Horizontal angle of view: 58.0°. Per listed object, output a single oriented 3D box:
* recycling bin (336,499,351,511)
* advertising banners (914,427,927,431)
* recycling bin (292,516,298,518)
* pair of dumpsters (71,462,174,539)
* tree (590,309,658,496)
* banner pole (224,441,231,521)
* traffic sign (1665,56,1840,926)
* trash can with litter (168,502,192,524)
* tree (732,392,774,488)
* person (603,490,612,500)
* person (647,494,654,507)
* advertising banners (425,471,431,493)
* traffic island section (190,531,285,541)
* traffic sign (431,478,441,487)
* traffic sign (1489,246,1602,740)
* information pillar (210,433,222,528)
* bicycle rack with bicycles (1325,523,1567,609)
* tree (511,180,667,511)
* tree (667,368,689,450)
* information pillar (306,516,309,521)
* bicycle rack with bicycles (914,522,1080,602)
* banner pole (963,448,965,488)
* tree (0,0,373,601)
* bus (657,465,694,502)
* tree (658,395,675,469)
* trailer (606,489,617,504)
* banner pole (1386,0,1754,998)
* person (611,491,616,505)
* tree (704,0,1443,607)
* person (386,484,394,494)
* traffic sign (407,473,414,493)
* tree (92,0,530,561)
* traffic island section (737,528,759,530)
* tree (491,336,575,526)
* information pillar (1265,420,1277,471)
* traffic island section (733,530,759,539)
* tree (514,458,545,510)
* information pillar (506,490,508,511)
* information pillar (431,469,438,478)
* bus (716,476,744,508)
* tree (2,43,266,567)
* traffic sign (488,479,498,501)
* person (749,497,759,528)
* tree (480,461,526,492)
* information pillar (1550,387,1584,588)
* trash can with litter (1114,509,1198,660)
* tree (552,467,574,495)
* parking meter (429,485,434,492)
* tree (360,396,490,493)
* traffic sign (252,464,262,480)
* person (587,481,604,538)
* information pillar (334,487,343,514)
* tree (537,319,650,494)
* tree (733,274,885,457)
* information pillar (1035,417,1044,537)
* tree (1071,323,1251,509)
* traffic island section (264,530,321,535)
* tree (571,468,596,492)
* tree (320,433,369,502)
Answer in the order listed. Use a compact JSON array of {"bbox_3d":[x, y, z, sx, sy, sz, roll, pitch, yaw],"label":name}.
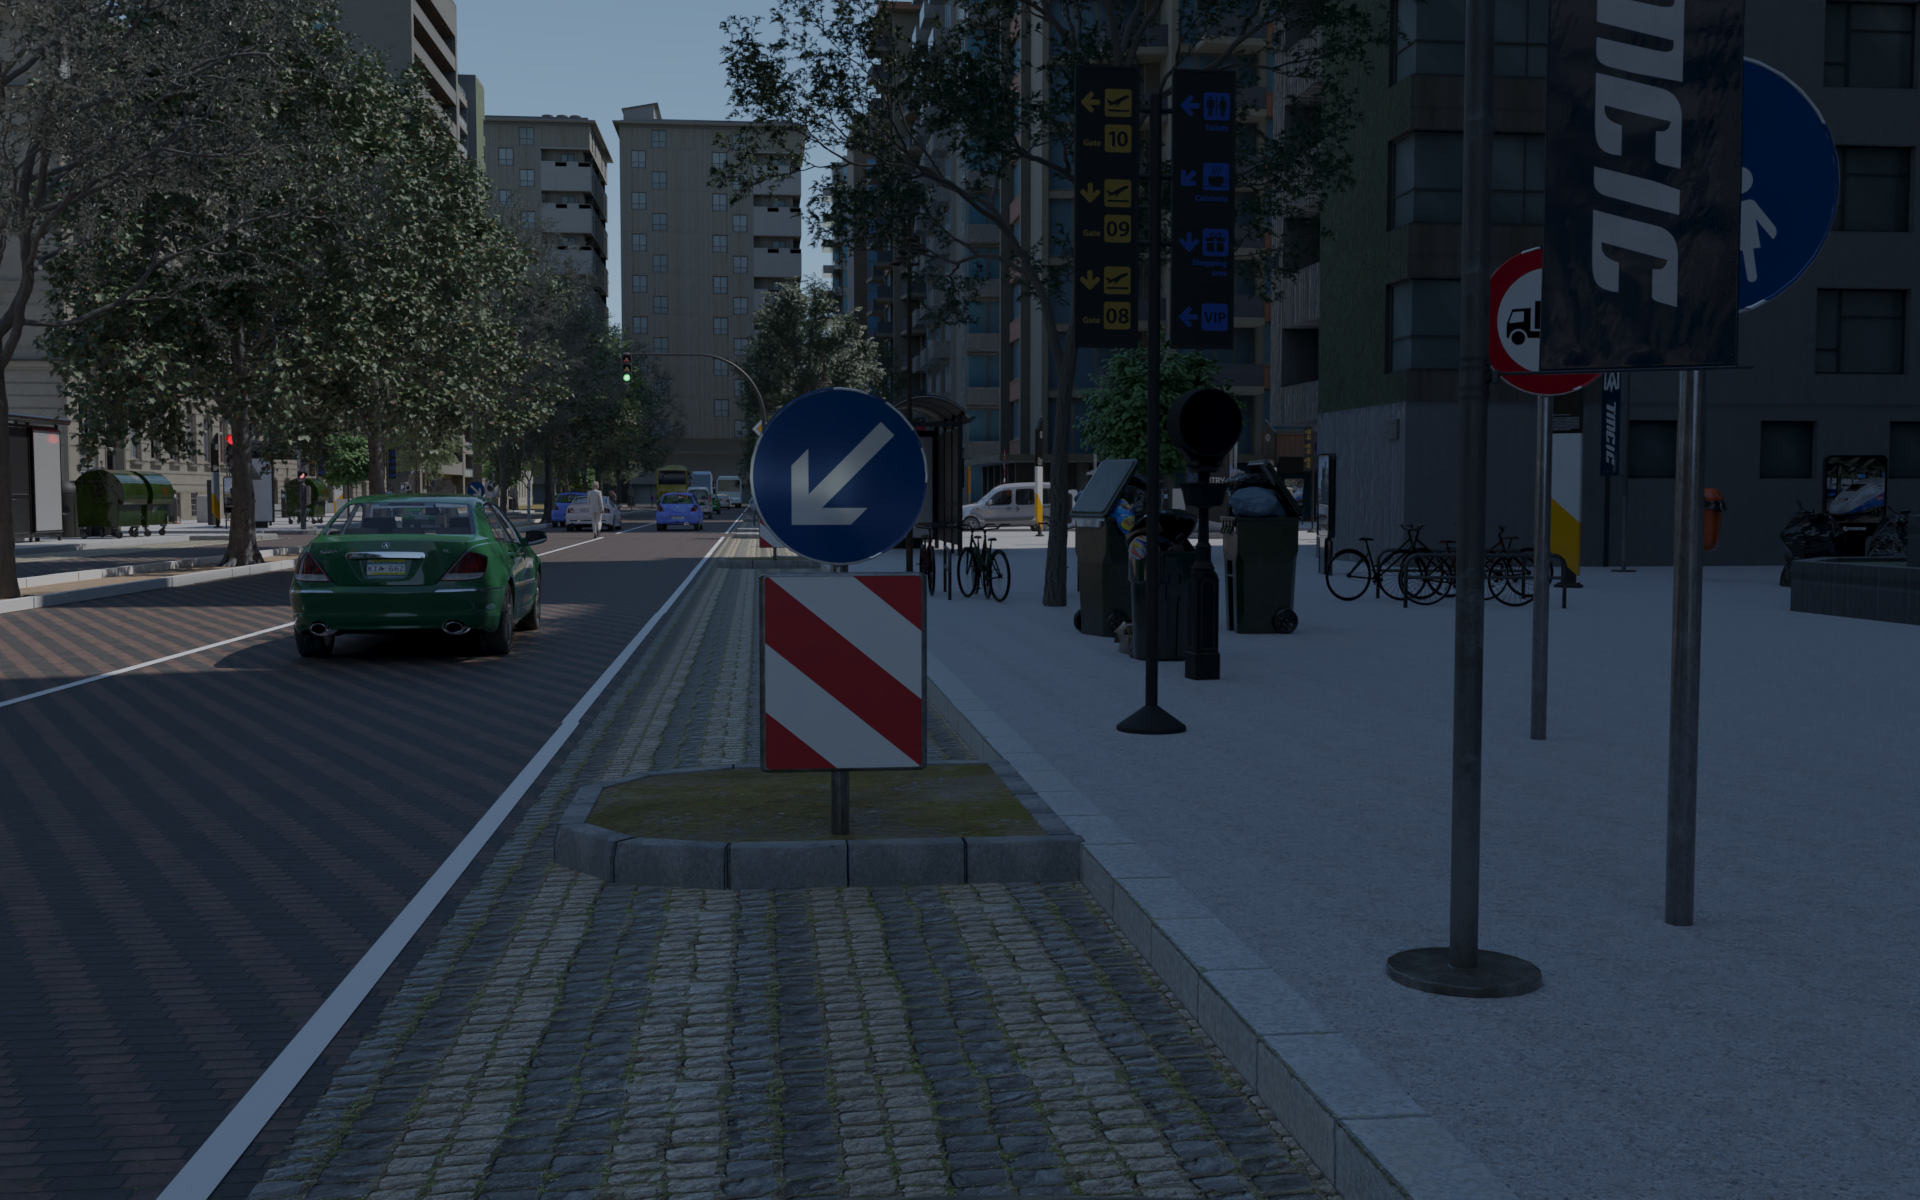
[{"bbox_3d":[-32.172,-4.777,90.652,0.722,1.027,0.722,0,4,-2],"label":"recycling bin"},{"bbox_3d":[-1.820,-2.873,43.153,2.074,3.025,0.090,-1,4,-14],"label":"advertising banners"},{"bbox_3d":[-36.173,-4.990,94.147,0.722,1.027,0.722,3,4,36],"label":"recycling bin"},{"bbox_3d":[-24.839,-2.993,51.431,1.574,2.255,4.437,0,4,-7],"label":"pair of dumpsters"},{"bbox_3d":[-19.975,-10.055,83.857,9.611,12.733,9.660,0,3,0],"label":"tree"},{"bbox_3d":[-34.773,-5.656,82.489,0.401,3.779,0.863,0,4,7],"label":"banner pole"},{"bbox_3d":[2.151,-0.305,5.101,0.768,2.556,0.104,0,4,2],"label":"traffic sign"},{"bbox_3d":[-34.295,-3.863,74.219,2.233,1.210,1.678,0,4,-2],"label":"trash can with litter"},{"bbox_3d":[-20.906,-17.620,205.099,9.611,12.733,9.660,0,3,0],"label":"tree"},{"bbox_3d":[-30.191,-8.513,147.817,0.705,1.807,1.348,3,5,40],"label":"person"},{"bbox_3d":[-31.427,-10.082,176.558,0.991,1.433,0.599,-2,4,-28],"label":"person"},{"bbox_3d":[-33.755,-6.955,109.898,0.090,3.025,2.074,-2,4,-26],"label":"advertising banners"},{"bbox_3d":[-22.795,-1.976,54.589,2.009,0.180,2.903,0,4,-7],"label":"traffic island section"},{"bbox_3d":[-32.800,-6.507,108.511,0.606,2.300,0.079,0,4,-3],"label":"traffic sign"},{"bbox_3d":[3.029,-0.544,8.993,0.768,2.556,0.104,0,3,0],"label":"traffic sign"},{"bbox_3d":[-28.284,-4.553,65.804,0.183,3.616,0.504,0,4,4],"label":"information pillar"},{"bbox_3d":[5.808,-0.434,20.483,2.925,0.926,2.852,0,4,5],"label":"bicycle rack with bicycles"},{"bbox_3d":[-17.897,-9.461,67.511,12.009,13.543,11.850,0,3,0],"label":"tree"},{"bbox_3d":[-24.351,-12.855,123.013,12.009,13.543,11.850,0,3,0],"label":"tree"},{"bbox_3d":[-30.902,-5.509,81.420,0.183,3.616,0.504,1,4,17],"label":"information pillar"},{"bbox_3d":[0.595,-0.507,21.675,2.852,0.926,2.925,0,4,-1],"label":"bicycle rack with bicycles"},{"bbox_3d":[-0.048,-5.649,82.372,0.401,3.779,0.863,3,5,40],"label":"banner pole"},{"bbox_3d":[-12.974,-6.744,23.086,12.009,13.543,11.850,0,3,0],"label":"tree"},{"bbox_3d":[-24.298,-9.541,147.548,2.896,3.916,12.252,0,4,-7],"label":"bus"},{"bbox_3d":[-23.280,-11.726,111.183,9.611,12.733,9.660,0,3,0],"label":"tree"},{"bbox_3d":[-38.926,-11.398,193.409,1.471,1.999,3.904,0,4,-6],"label":"trailer"},{"bbox_3d":[1.546,-0.879,4.389,0.863,3.779,0.401,2,4,25],"label":"banner pole"},{"bbox_3d":[-33.613,-9.674,167.207,0.750,1.759,0.617,-2,4,-31],"label":"person"},{"bbox_3d":[1.013,-5.185,19.188,8.767,10.594,7.601,1,4,8],"label":"tree"},{"bbox_3d":[-21.856,-3.536,66.502,0.419,1.800,0.721,0,4,1],"label":"person"},{"bbox_3d":[-32.853,-6.367,104.201,0.768,2.556,0.104,0,4,-4],"label":"traffic sign"},{"bbox_3d":[-14.906,-7.617,43.998,9.611,12.733,9.660,0,3,0],"label":"tree"},{"bbox_3d":[-7.284,-2.577,64.418,2.009,0.180,2.903,0,4,-7],"label":"traffic island section"},{"bbox_3d":[-19.167,-7.583,76.808,4.360,8.622,3.978,0,3,0],"label":"tree"},{"bbox_3d":[9.791,-3.872,54.668,0.183,3.616,0.504,-2,4,-31],"label":"information pillar"},{"bbox_3d":[-6.363,-2.092,56.486,2.009,0.180,2.903,0,4,-7],"label":"traffic island section"},{"bbox_3d":[-34.734,-13.373,136.775,7.486,12.596,7.792,0,3,0],"label":"tree"},{"bbox_3d":[-34.741,-7.819,132.336,0.304,2.012,0.304,-1,4,-19],"label":"information pillar"},{"bbox_3d":[-39.557,-8.511,130.503,0.504,3.616,0.183,-1,4,-21],"label":"information pillar"},{"bbox_3d":[-24.359,-11.511,183.063,2.948,3.499,13.247,0,4,-7],"label":"bus"},{"bbox_3d":[-14.158,-7.001,33.936,9.611,12.733,9.660,0,3,0],"label":"tree"},{"bbox_3d":[-32.596,-7.333,121.075,0.795,2.450,0.064,0,4,1],"label":"traffic sign"},{"bbox_3d":[-8.371,-3.711,70.993,0.589,1.601,0.330,0,4,8],"label":"person"},{"bbox_3d":[-33.944,-8.849,128.397,4.285,4.588,4.351,0,3,0],"label":"tree"},{"bbox_3d":[8.283,-1.978,23.702,0.504,3.616,0.183,3,4,37],"label":"information pillar"},{"bbox_3d":[1.465,-0.138,13.648,0.624,1.170,1.055,-1,4,-14],"label":"trash can with litter"},{"bbox_3d":[-36.758,-12.671,157.537,4.737,8.622,4.395,0,3,0],"label":"tree"},{"bbox_3d":[-33.966,-6.461,111.347,0.255,1.863,0.399,-2,4,-35],"label":"parking meter"},{"bbox_3d":[-31.393,-11.108,99.749,7.486,12.596,7.792,0,3,0],"label":"tree"},{"bbox_3d":[-26.543,-3.957,64.706,0.884,2.594,0.081,0,4,-6],"label":"traffic sign"},{"bbox_3d":[-11.795,-2.915,56.045,0.514,1.842,0.818,-1,4,-10],"label":"person"},{"bbox_3d":[-33.110,-6.166,92.161,0.183,3.616,0.504,3,5,40],"label":"information pillar"},{"bbox_3d":[-21.997,-10.595,101.447,9.928,11.665,9.643,0,3,0],"label":"tree"},{"bbox_3d":[-8.298,-11.834,100.133,9.857,13.997,8.962,0,3,0],"label":"tree"},{"bbox_3d":[2.380,-3.720,52.177,0.183,3.616,0.504,1,4,21],"label":"information pillar"},{"bbox_3d":[3.853,-3.032,33.294,4.285,4.588,4.351,0,3,0],"label":"tree"},{"bbox_3d":[-23.716,-2.461,62.521,2.009,0.180,2.903,0,4,-7],"label":"traffic island section"},{"bbox_3d":[-39.675,-12.153,182.411,4.285,4.588,4.351,0,3,0],"label":"tree"},{"bbox_3d":[-28.811,-5.963,81.209,4.285,4.588,4.351,0,3,0],"label":"tree"}]
